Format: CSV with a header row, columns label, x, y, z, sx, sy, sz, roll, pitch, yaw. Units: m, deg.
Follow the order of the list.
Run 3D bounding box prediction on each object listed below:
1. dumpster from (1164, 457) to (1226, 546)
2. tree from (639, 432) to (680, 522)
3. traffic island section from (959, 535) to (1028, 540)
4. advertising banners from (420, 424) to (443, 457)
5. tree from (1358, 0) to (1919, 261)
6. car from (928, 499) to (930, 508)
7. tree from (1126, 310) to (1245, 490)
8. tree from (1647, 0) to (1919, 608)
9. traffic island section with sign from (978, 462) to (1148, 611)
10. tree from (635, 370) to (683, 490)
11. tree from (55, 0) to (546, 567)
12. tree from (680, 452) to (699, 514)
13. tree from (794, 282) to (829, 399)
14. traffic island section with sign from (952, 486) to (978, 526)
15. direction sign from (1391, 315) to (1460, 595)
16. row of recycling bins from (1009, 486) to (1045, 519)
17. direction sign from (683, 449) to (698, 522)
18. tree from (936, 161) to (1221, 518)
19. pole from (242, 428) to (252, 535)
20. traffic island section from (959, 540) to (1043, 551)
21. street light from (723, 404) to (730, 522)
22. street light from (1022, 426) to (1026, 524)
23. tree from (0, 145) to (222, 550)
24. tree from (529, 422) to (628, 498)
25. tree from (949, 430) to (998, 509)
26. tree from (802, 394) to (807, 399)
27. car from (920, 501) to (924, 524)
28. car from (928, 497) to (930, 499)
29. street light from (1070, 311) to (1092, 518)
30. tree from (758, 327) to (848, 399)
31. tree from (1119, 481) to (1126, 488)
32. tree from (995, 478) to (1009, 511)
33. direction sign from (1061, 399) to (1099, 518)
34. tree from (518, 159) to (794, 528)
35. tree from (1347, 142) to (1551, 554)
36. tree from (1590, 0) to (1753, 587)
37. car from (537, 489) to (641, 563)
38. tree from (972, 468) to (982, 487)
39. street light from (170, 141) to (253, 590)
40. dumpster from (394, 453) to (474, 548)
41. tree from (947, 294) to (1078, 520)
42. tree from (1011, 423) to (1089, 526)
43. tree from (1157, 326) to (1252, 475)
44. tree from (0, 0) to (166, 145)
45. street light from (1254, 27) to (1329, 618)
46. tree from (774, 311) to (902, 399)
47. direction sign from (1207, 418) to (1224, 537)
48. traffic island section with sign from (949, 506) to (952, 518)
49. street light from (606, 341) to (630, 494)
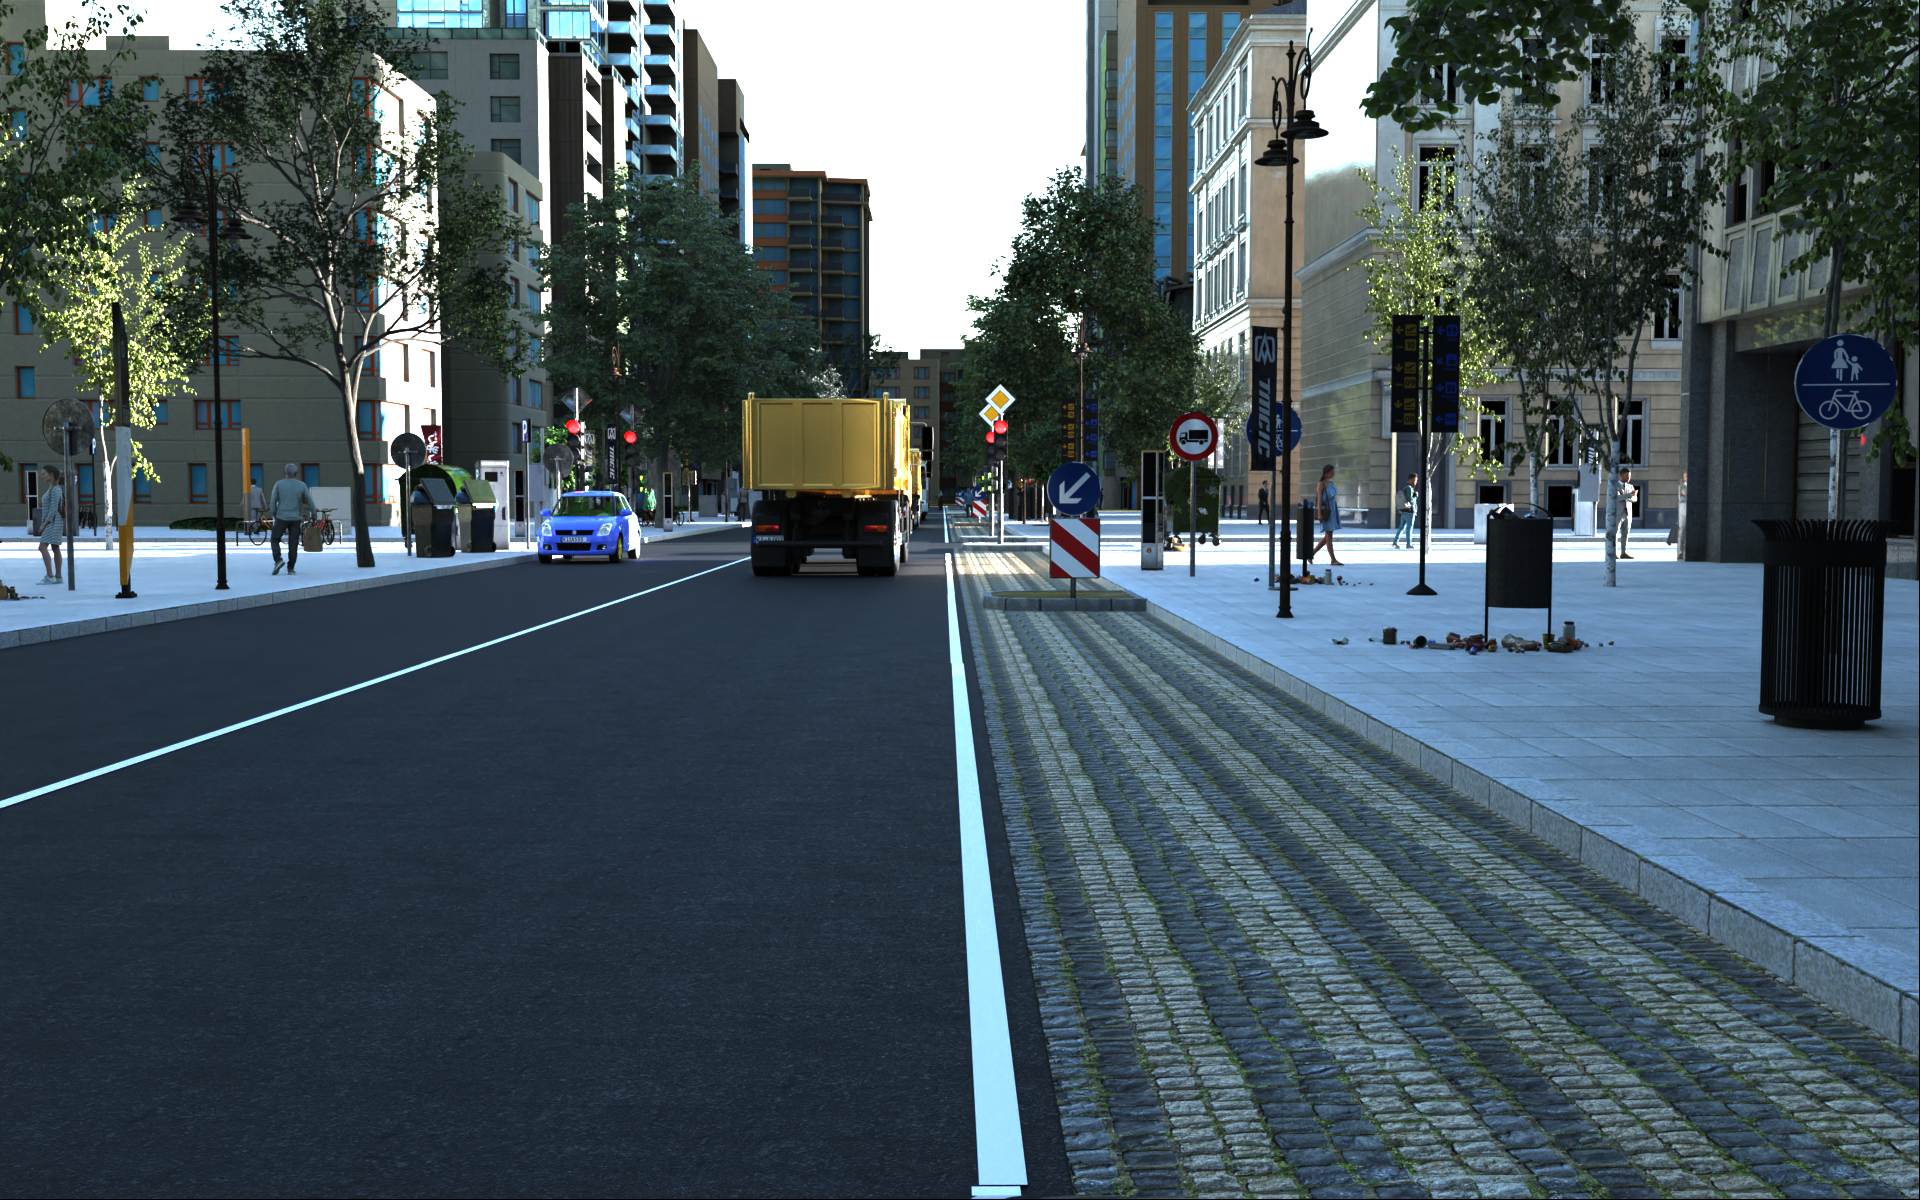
label,x,y,z,sx,sy,sz,roll,pitch,yaw
dumpster,5.766,-2.499,43.349,1.502,2.255,1.985,0,4,-1
tree,-15.447,-5.915,80.420,4.285,4.588,4.351,0,3,0
traffic island section,0.971,-1.840,52.362,2.009,0.180,2.903,0,4,-1
advertising banners,-12.577,-2.919,43.906,2.074,3.025,0.090,-2,4,-23
tree,4.480,-5.477,7.678,7.486,12.596,7.792,0,3,0
car,-4.053,-10.279,180.649,1.945,1.354,3.894,0,4,-2
tree,8.994,-7.224,68.473,4.737,8.622,4.395,0,3,0
tree,9.432,-4.133,17.938,4.737,8.622,4.395,0,3,0
traffic island section with sign,1.282,-0.815,21.956,1.989,1.847,2.006,0,4,-1
tree,-17.549,-9.224,101.180,4.360,8.622,3.978,0,3,0
tree,-10.771,-5.858,30.198,7.601,10.594,8.767,1,4,10
tree,-18.351,-7.778,110.878,4.285,4.588,4.351,0,3,0
tree,-11.081,-11.138,88.761,9.857,13.997,8.962,0,3,0
traffic island section with sign,0.736,-4.179,76.959,1.989,1.847,2.006,0,4,-1
direction sign,5.893,-1.834,21.991,0.876,3.537,0.379,0,4,-6
row of recycling bins,3.439,-5.054,89.749,1.069,1.692,3.534,2,4,26
direction sign,-12.477,-5.392,80.164,0.379,3.537,0.876,3,5,40
tree,4.258,-8.733,59.793,9.611,12.733,9.660,0,3,0
pole,-22.143,-3.665,53.763,0.158,3.312,0.155,0,3,0
traffic island section,1.050,-1.351,44.377,2.009,0.180,2.903,0,4,-1
street light,-10.599,-6.463,78.459,0.468,5.910,1.993,0,4,-1
street light,2.758,-6.203,74.214,0.468,5.910,1.993,0,4,-1
tree,-19.164,-5.438,39.279,4.737,8.622,4.395,0,3,0
tree,-17.102,-5.577,74.891,4.285,4.588,4.351,0,3,0
tree,2.727,-12.862,144.712,8.767,10.594,7.601,1,4,20
tree,-11.232,-9.818,110.890,4.737,8.622,4.395,0,3,0
car,-2.812,-4.475,84.969,2.131,1.459,4.920,0,4,-2
car,-4.462,-11.507,197.178,2.155,1.783,4.494,0,4,-2
street light,3.057,-4.351,43.919,0.468,5.910,1.993,0,4,-1
tree,-12.228,-13.171,125.715,12.009,13.543,11.850,0,3,0
tree,10.303,-8.892,95.753,4.737,8.622,4.395,0,3,0
tree,3.338,-8.591,135.063,1.663,3.219,1.824,0,3,0
direction sign,2.846,-3.009,41.186,0.876,3.537,0.379,0,4,8
tree,-11.350,-9.695,65.169,9.857,13.997,8.962,0,3,0
tree,10.032,-5.262,36.397,4.737,8.622,4.395,0,3,0
tree,8.989,-4.506,24.042,4.360,8.622,3.978,0,3,0
car,-7.930,-1.683,37.116,1.945,1.707,3.694,0,4,-2
tree,1.903,-15.112,197.449,4.360,8.622,3.978,0,3,0
street light,-9.947,-3.082,23.176,0.468,5.910,1.993,0,4,-1
dumpster,-12.450,-2.368,41.206,1.502,2.255,1.985,0,4,0
tree,3.071,-10.288,86.335,7.486,12.596,7.792,0,3,0
tree,3.736,-5.296,70.305,4.285,4.588,4.351,0,3,0
tree,11.172,-7.731,76.760,4.360,8.622,3.978,0,3,0
tree,-10.579,-4.134,17.950,4.737,8.622,4.395,0,3,0
street light,3.375,-2.754,17.823,0.468,5.910,1.993,0,4,-1
tree,-13.111,-19.870,180.762,12.611,20.169,13.585,0,3,0
direction sign,7.666,-3.672,52.031,0.379,3.537,0.876,3,5,40
traffic island section with sign,0.462,-5.828,103.913,1.989,1.847,2.006,0,4,-1
street light,-10.309,-4.867,52.364,0.468,5.910,1.993,0,4,-1
